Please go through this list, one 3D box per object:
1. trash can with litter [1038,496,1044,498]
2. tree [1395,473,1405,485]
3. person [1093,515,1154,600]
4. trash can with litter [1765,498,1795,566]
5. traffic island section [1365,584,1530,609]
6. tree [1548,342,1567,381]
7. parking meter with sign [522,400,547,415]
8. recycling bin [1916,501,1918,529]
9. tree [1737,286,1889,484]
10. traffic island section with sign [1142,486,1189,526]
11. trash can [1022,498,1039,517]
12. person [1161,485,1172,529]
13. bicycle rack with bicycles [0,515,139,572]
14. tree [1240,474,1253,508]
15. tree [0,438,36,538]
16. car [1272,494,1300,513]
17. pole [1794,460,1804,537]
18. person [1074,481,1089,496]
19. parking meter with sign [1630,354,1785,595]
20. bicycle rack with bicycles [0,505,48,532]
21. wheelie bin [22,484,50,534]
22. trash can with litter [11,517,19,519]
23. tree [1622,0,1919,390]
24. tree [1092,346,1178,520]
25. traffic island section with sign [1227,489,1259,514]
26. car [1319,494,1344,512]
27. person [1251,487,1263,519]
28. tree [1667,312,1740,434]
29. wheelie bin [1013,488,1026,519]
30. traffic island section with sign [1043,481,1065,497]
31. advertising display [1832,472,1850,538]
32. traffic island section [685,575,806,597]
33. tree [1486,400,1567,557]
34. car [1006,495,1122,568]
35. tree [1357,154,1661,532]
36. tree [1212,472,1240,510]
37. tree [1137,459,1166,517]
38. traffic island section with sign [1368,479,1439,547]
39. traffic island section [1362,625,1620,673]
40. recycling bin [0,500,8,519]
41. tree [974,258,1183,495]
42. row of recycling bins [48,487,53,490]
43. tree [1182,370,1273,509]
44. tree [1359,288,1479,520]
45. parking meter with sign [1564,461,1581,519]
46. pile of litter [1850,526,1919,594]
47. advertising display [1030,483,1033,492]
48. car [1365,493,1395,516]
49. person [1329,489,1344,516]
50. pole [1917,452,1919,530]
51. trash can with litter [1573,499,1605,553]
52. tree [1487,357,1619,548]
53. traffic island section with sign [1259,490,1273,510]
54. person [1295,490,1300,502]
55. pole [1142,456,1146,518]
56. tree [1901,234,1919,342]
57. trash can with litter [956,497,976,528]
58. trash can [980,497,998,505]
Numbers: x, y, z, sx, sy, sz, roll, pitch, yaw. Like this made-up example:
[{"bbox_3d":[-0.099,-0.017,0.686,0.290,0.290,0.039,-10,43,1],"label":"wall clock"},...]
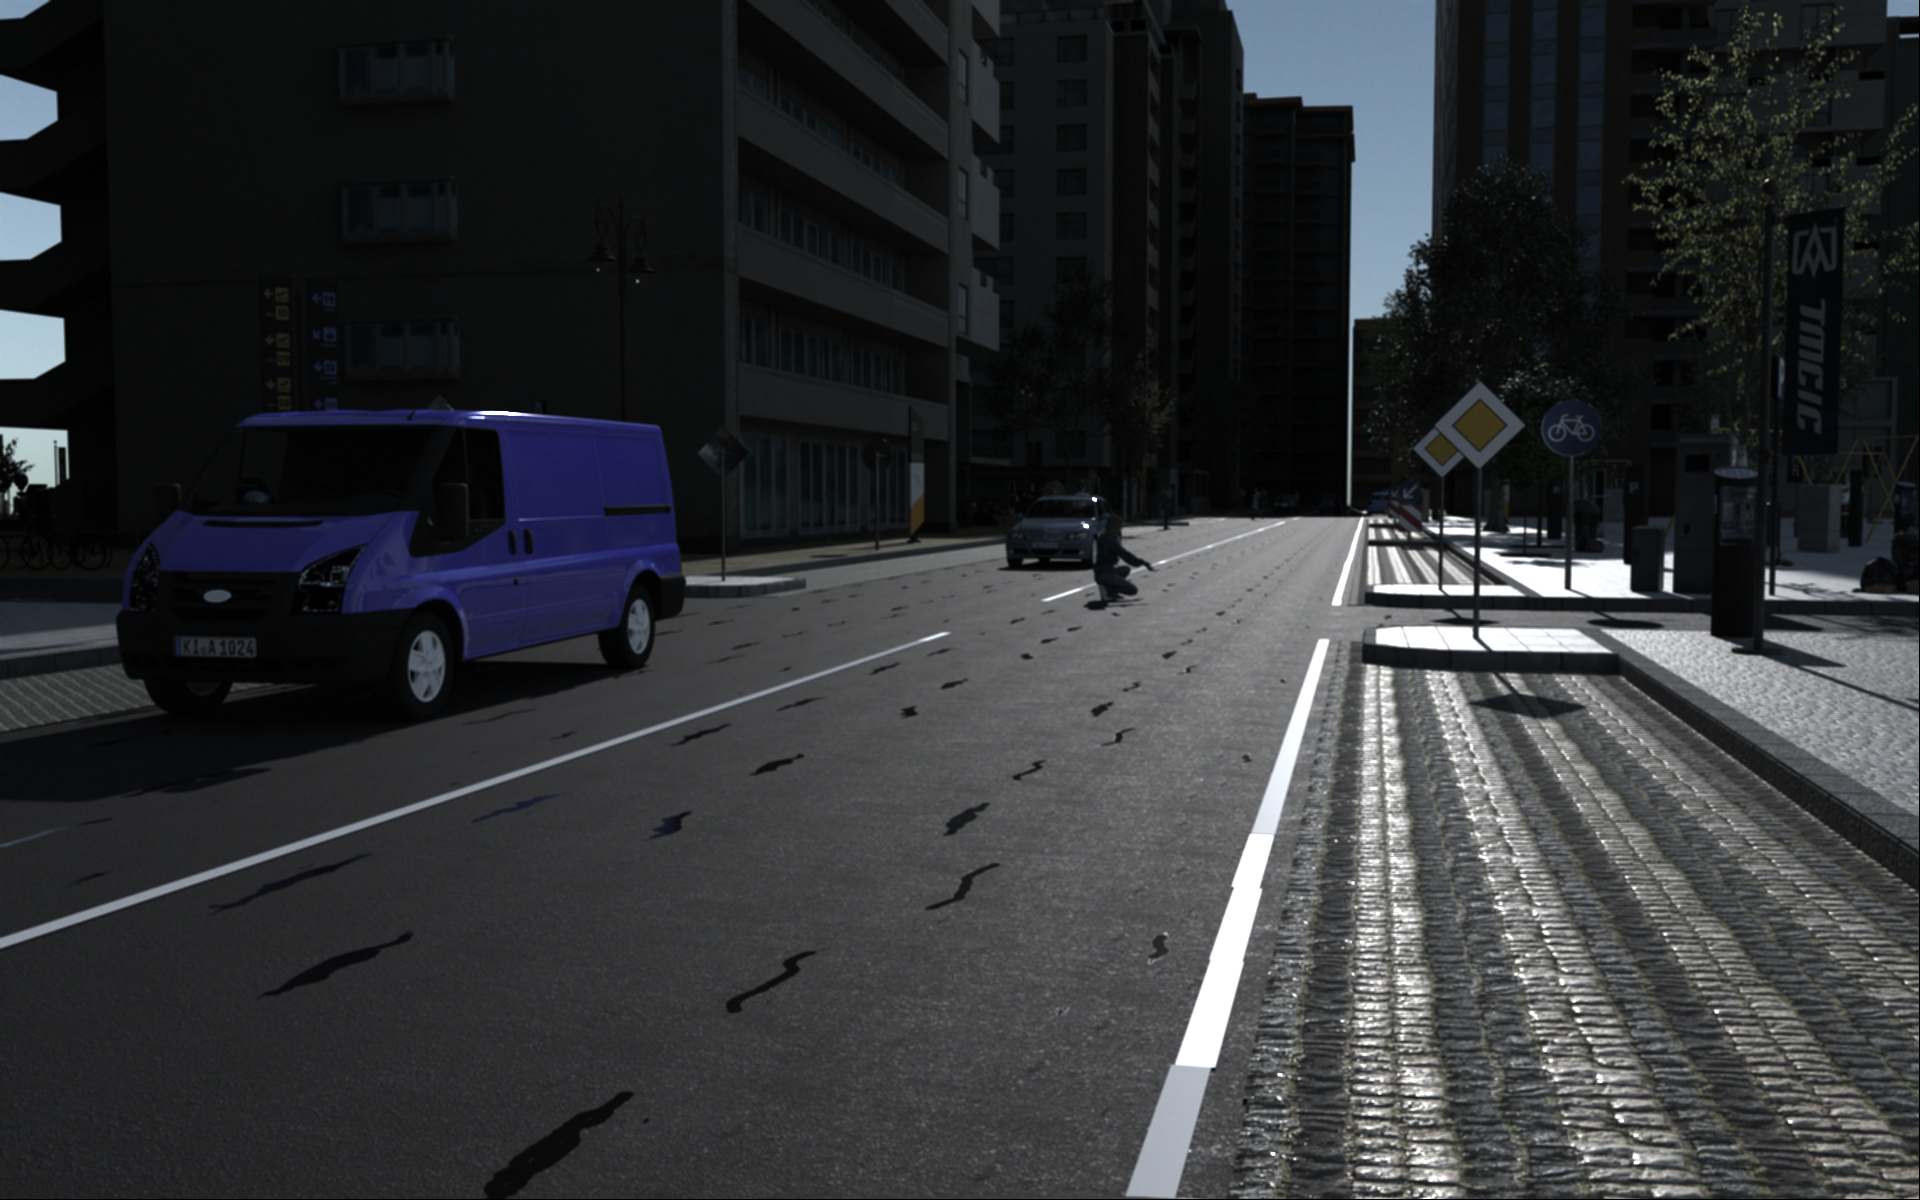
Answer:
[{"bbox_3d":[5.427,-5.440,99.996,1.678,1.210,2.233,0,4,-1],"label":"trash can with litter"},{"bbox_3d":[39.502,-9.723,153.577,1.663,3.219,1.824,0,3,0],"label":"tree"},{"bbox_3d":[2.153,-0.588,23.619,0.738,1.151,1.012,-1,4,-11],"label":"person"},{"bbox_3d":[14.061,-1.235,31.244,2.233,1.210,1.678,1,4,10],"label":"trash can with litter"},{"bbox_3d":[6.455,-0.056,23.203,2.009,0.180,2.903,1,4,13],"label":"traffic island section"},{"bbox_3d":[24.221,-7.112,66.649,4.360,8.622,3.978,0,3,0],"label":"tree"},{"bbox_3d":[-8.531,-2.182,31.942,1.738,3.016,0.543,-2,4,-30],"label":"parking meter with sign"},{"bbox_3d":[34.476,-3.017,61.882,0.722,1.027,0.722,1,4,12],"label":"recycling bin"},{"bbox_3d":[29.472,-6.667,59.366,4.737,8.622,4.395,0,3,0],"label":"tree"},{"bbox_3d":[9.350,-4.271,78.461,1.989,1.847,2.006,1,4,13],"label":"traffic island section with sign"},{"bbox_3d":[3.959,-5.462,100.959,0.748,1.137,0.748,0,3,0],"label":"trash can"},{"bbox_3d":[8.443,-3.800,70.813,0.419,1.800,0.721,1,4,18],"label":"person"},{"bbox_3d":[-15.462,-0.995,29.644,2.925,0.926,2.852,2,4,30],"label":"bicycle rack with bicycles"},{"bbox_3d":[27.351,-10.391,164.494,1.663,3.219,1.824,0,3,0],"label":"tree"},{"bbox_3d":[-28.660,-3.474,51.403,1.663,3.219,1.824,0,3,0],"label":"tree"},{"bbox_3d":[24.956,-7.388,132.587,2.131,1.459,4.920,1,4,13],"label":"car"},{"bbox_3d":[24.881,-3.515,51.319,0.158,3.312,0.155,0,3,0],"label":"pole"},{"bbox_3d":[3.027,-2.038,42.388,0.480,1.755,0.524,1,4,17],"label":"person"},{"bbox_3d":[9.625,-1.596,22.362,1.738,3.016,0.543,2,4,34],"label":"parking meter with sign"},{"bbox_3d":[-36.031,-3.117,64.346,2.852,0.926,2.925,-1,4,-10],"label":"bicycle rack with bicycles"},{"bbox_3d":[-29.218,-2.879,54.974,0.693,1.594,0.980,2,4,25],"label":"wheelie bin"},{"bbox_3d":[-47.490,-4.623,86.644,2.233,1.210,1.678,-2,4,-24],"label":"trash can with litter"},{"bbox_3d":[12.185,-4.644,26.299,4.360,8.622,3.978,0,3,0],"label":"tree"},{"bbox_3d":[8.387,-8.265,85.499,4.360,8.622,3.978,0,3,0],"label":"tree"},{"bbox_3d":[20.327,-7.107,124.834,1.989,1.847,2.006,1,4,13],"label":"traffic island section with sign"},{"bbox_3d":[29.769,-7.765,138.965,2.014,1.417,4.499,1,4,14],"label":"car"},{"bbox_3d":[16.643,-5.414,97.107,0.778,1.811,0.616,1,4,17],"label":"person"},{"bbox_3d":[30.896,-7.371,70.885,4.737,8.622,4.395,0,3,0],"label":"tree"},{"bbox_3d":[3.089,-4.878,87.656,0.693,1.594,0.980,1,4,13],"label":"wheelie bin"},{"bbox_3d":[2.693,-2.549,50.297,1.989,1.847,2.006,1,4,13],"label":"traffic island section with sign"},{"bbox_3d":[25.970,-2.788,50.799,0.974,1.923,0.123,-1,4,-20],"label":"advertising display"},{"bbox_3d":[-3.511,-0.200,25.558,2.009,0.180,2.903,1,4,13],"label":"traffic island section"},{"bbox_3d":[11.512,-2.509,35.627,1.663,3.219,1.824,0,3,0],"label":"tree"},{"bbox_3d":[2.192,-1.435,35.464,2.014,1.417,4.499,1,4,15],"label":"car"},{"bbox_3d":[18.426,-8.672,58.790,9.611,12.733,9.660,0,3,0],"label":"tree"},{"bbox_3d":[21.119,-8.807,138.596,1.663,3.219,1.824,0,3,0],"label":"tree"},{"bbox_3d":[10.584,-6.189,95.796,1.663,3.219,1.824,0,3,0],"label":"tree"},{"bbox_3d":[12.315,-2.402,47.900,1.989,1.847,2.006,1,4,13],"label":"traffic island section with sign"},{"bbox_3d":[4.616,0.419,15.432,2.009,0.180,2.903,1,4,13],"label":"traffic island section"},{"bbox_3d":[-40.868,-3.728,73.506,0.722,1.027,0.722,-3,5,-41],"label":"recycling bin"},{"bbox_3d":[4.325,-8.228,68.935,8.767,10.594,7.601,-2,4,-35],"label":"tree"},{"bbox_3d":[-55.173,-6.022,105.579,3.534,1.692,1.069,2,4,25],"label":"row of recycling bins"},{"bbox_3d":[22.517,-13.417,145.124,9.928,11.665,9.643,0,3,0],"label":"tree"},{"bbox_3d":[23.544,-9.773,85.550,9.928,11.665,9.643,0,3,0],"label":"tree"},{"bbox_3d":[32.083,-5.765,90.522,0.543,3.016,1.738,0,4,-2],"label":"parking meter with sign"},{"bbox_3d":[12.504,-0.523,22.520,1.719,0.858,1.176,1,4,17],"label":"pile of litter"},{"bbox_3d":[4.079,-5.616,97.037,0.123,1.923,0.974,1,4,15],"label":"advertising display"},{"bbox_3d":[27.806,-6.420,114.560,1.945,1.707,3.694,1,4,13],"label":"car"},{"bbox_3d":[24.983,-6.463,114.853,1.217,1.739,0.721,-2,4,-28],"label":"person"},{"bbox_3d":[32.767,-3.985,59.001,0.158,3.312,0.155,0,3,0],"label":"pole"},{"bbox_3d":[13.964,-1.644,38.262,0.624,1.170,1.055,0,4,-3],"label":"trash can with litter"},{"bbox_3d":[13.991,-3.537,41.541,4.285,4.588,4.351,0,3,0],"label":"tree"},{"bbox_3d":[26.539,-8.712,151.067,1.989,1.847,2.006,1,4,13],"label":"traffic island section with sign"},{"bbox_3d":[26.728,-7.832,137.228,0.551,1.740,0.621,3,5,42],"label":"person"},{"bbox_3d":[9.781,-6.001,91.957,0.158,3.312,0.155,0,3,0],"label":"pole"},{"bbox_3d":[31.803,-7.667,51.103,9.928,11.665,9.643,0,3,0],"label":"tree"},{"bbox_3d":[0.042,-3.320,65.665,1.055,1.170,0.624,-2,4,-32],"label":"trash can with litter"},{"bbox_3d":[1.261,-3.901,75.437,0.748,1.137,0.748,0,3,0],"label":"trash can"}]
